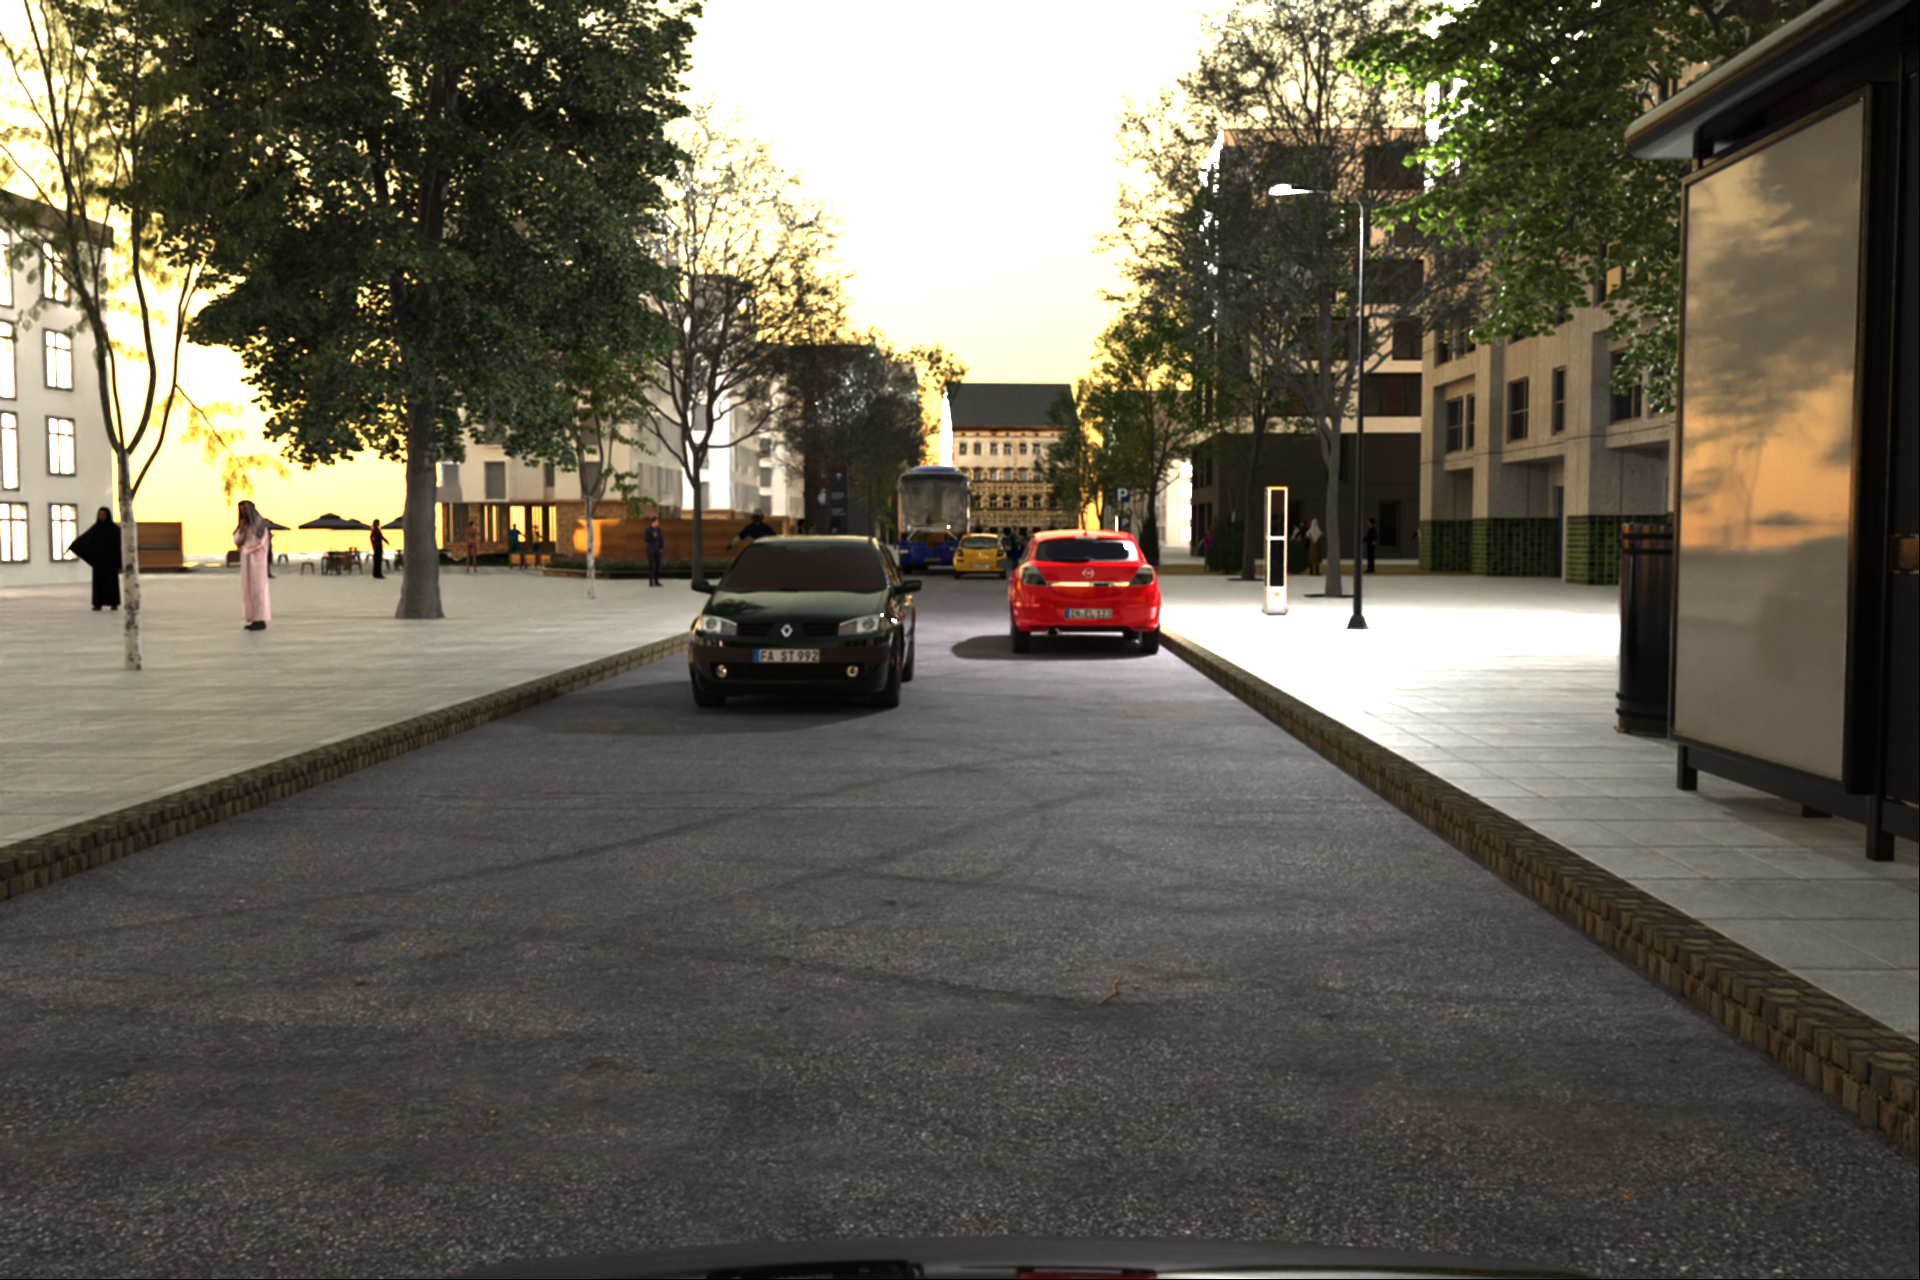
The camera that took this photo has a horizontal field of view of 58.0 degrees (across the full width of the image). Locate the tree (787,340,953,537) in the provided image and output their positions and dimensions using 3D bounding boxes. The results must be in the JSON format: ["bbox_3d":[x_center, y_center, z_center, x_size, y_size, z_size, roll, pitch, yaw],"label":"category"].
[{"bbox_3d":[-5.572,-12.105,108.282,12.009,13.543,11.850,0,3,0],"label":"tree"}]

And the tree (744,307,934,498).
[{"bbox_3d":[-6.452,-11.217,93.770,12.009,13.543,11.850,0,3,0],"label":"tree"}]

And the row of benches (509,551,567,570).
[{"bbox_3d":[-15.352,-2.899,62.860,1.422,0.672,4.104,-2,4,-35],"label":"row of benches"}]

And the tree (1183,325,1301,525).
[{"bbox_3d":[9.576,-6.735,60.475,4.360,8.622,3.978,0,3,0],"label":"tree"}]

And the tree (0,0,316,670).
[{"bbox_3d":[-7.828,-4.037,16.360,4.360,8.622,3.978,0,3,0],"label":"tree"}]

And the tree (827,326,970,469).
[{"bbox_3d":[-5.793,-18.493,158.249,12.611,20.169,13.585,0,3,0],"label":"tree"}]

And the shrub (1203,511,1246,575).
[{"bbox_3d":[8.545,-3.098,55.068,1.690,2.028,1.600,0,3,0],"label":"shrub"}]

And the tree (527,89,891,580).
[{"bbox_3d":[-7.482,-8.464,48.763,12.009,13.543,11.850,0,3,0],"label":"tree"}]

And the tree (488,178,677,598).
[{"bbox_3d":[-7.402,-5.119,34.063,4.737,8.622,4.395,0,3,0],"label":"tree"}]

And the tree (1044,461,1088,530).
[{"bbox_3d":[10.244,-12.691,157.861,4.360,8.622,3.978,0,3,0],"label":"tree"}]

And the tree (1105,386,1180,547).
[{"bbox_3d":[9.020,-8.357,86.998,4.737,8.622,4.395,0,3,0],"label":"tree"}]

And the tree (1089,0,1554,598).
[{"bbox_3d":[7.518,-7.620,34.960,12.009,13.543,11.850,0,3,0],"label":"tree"}]

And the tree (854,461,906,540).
[{"bbox_3d":[-5.640,-10.665,124.738,4.737,8.622,4.395,0,3,0],"label":"tree"}]

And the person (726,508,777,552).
[{"bbox_3d":[-4.402,-1.948,37.719,1.351,1.845,0.704,0,4,-6],"label":"person"}]

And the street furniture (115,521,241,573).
[{"bbox_3d":[-30.409,-3.225,59.587,11.010,1.723,9.812,-1,4,-22],"label":"street furniture"}]

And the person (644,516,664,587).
[{"bbox_3d":[-7.497,-2.170,42.438,0.541,1.710,0.530,-2,4,-35],"label":"person"}]

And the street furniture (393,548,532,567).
[{"bbox_3d":[-20.013,-3.421,71.565,5.734,0.657,10.072,0,4,-6],"label":"street furniture"}]

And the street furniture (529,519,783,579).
[{"bbox_3d":[-9.562,-2.781,52.326,9.812,1.723,11.010,-2,4,-31],"label":"street furniture"}]

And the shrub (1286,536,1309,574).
[{"bbox_3d":[10.753,-2.719,55.567,1.383,1.207,1.383,0,3,0],"label":"shrub"}]

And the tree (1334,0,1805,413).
[{"bbox_3d":[7.360,-6.009,16.381,7.486,12.596,7.792,0,3,0],"label":"tree"}]

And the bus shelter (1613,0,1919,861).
[{"bbox_3d":[4.385,-1.803,7.112,2.179,5.291,8.768,0,4,1],"label":"bus shelter"}]

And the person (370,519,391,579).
[{"bbox_3d":[-16.770,-2.647,50.086,0.721,1.729,1.215,-3,5,-41],"label":"person"}]

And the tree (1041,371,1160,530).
[{"bbox_3d":[8.973,-11.326,110.938,9.928,11.665,9.643,0,3,0],"label":"tree"}]

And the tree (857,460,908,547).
[{"bbox_3d":[-5.723,-11.091,131.696,4.737,8.622,4.395,0,3,0],"label":"tree"}]

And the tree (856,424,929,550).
[{"bbox_3d":[-5.098,-12.748,142.837,7.601,10.594,8.767,-3,5,-44],"label":"tree"}]

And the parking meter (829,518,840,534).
[{"bbox_3d":[-4.600,-3.539,63.568,0.399,1.863,0.255,0,4,2],"label":"parking meter"}]

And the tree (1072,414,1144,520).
[{"bbox_3d":[8.912,-8.871,95.409,4.360,8.622,3.978,0,3,0],"label":"tree"}]

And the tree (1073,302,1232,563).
[{"bbox_3d":[8.492,-9.190,76.005,9.928,11.665,9.643,0,3,0],"label":"tree"}]

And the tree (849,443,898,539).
[{"bbox_3d":[-5.774,-10.183,116.850,4.737,8.622,4.395,0,3,0],"label":"tree"}]

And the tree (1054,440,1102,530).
[{"bbox_3d":[9.602,-11.259,134.440,4.737,8.622,4.395,0,3,0],"label":"tree"}]

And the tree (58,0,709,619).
[{"bbox_3d":[-8.268,-7.308,26.140,9.857,13.997,8.962,0,3,0],"label":"tree"}]

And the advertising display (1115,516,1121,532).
[{"bbox_3d":[5.613,-3.447,61.579,0.123,1.923,0.974,0,4,2],"label":"advertising display"}]

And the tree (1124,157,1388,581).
[{"bbox_3d":[8.092,-7.439,47.387,9.928,11.665,9.643,0,3,0],"label":"tree"}]

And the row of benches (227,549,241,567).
[{"bbox_3d":[-28.674,-3.246,68.530,1.422,0.672,4.104,-1,4,-22],"label":"row of benches"}]

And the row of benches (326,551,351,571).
[{"bbox_3d":[-22.426,-2.879,62.540,1.422,0.672,4.104,-1,4,-16],"label":"row of benches"}]

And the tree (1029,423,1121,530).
[{"bbox_3d":[10.188,-12.890,145.158,7.601,10.594,8.767,3,5,43],"label":"tree"}]
